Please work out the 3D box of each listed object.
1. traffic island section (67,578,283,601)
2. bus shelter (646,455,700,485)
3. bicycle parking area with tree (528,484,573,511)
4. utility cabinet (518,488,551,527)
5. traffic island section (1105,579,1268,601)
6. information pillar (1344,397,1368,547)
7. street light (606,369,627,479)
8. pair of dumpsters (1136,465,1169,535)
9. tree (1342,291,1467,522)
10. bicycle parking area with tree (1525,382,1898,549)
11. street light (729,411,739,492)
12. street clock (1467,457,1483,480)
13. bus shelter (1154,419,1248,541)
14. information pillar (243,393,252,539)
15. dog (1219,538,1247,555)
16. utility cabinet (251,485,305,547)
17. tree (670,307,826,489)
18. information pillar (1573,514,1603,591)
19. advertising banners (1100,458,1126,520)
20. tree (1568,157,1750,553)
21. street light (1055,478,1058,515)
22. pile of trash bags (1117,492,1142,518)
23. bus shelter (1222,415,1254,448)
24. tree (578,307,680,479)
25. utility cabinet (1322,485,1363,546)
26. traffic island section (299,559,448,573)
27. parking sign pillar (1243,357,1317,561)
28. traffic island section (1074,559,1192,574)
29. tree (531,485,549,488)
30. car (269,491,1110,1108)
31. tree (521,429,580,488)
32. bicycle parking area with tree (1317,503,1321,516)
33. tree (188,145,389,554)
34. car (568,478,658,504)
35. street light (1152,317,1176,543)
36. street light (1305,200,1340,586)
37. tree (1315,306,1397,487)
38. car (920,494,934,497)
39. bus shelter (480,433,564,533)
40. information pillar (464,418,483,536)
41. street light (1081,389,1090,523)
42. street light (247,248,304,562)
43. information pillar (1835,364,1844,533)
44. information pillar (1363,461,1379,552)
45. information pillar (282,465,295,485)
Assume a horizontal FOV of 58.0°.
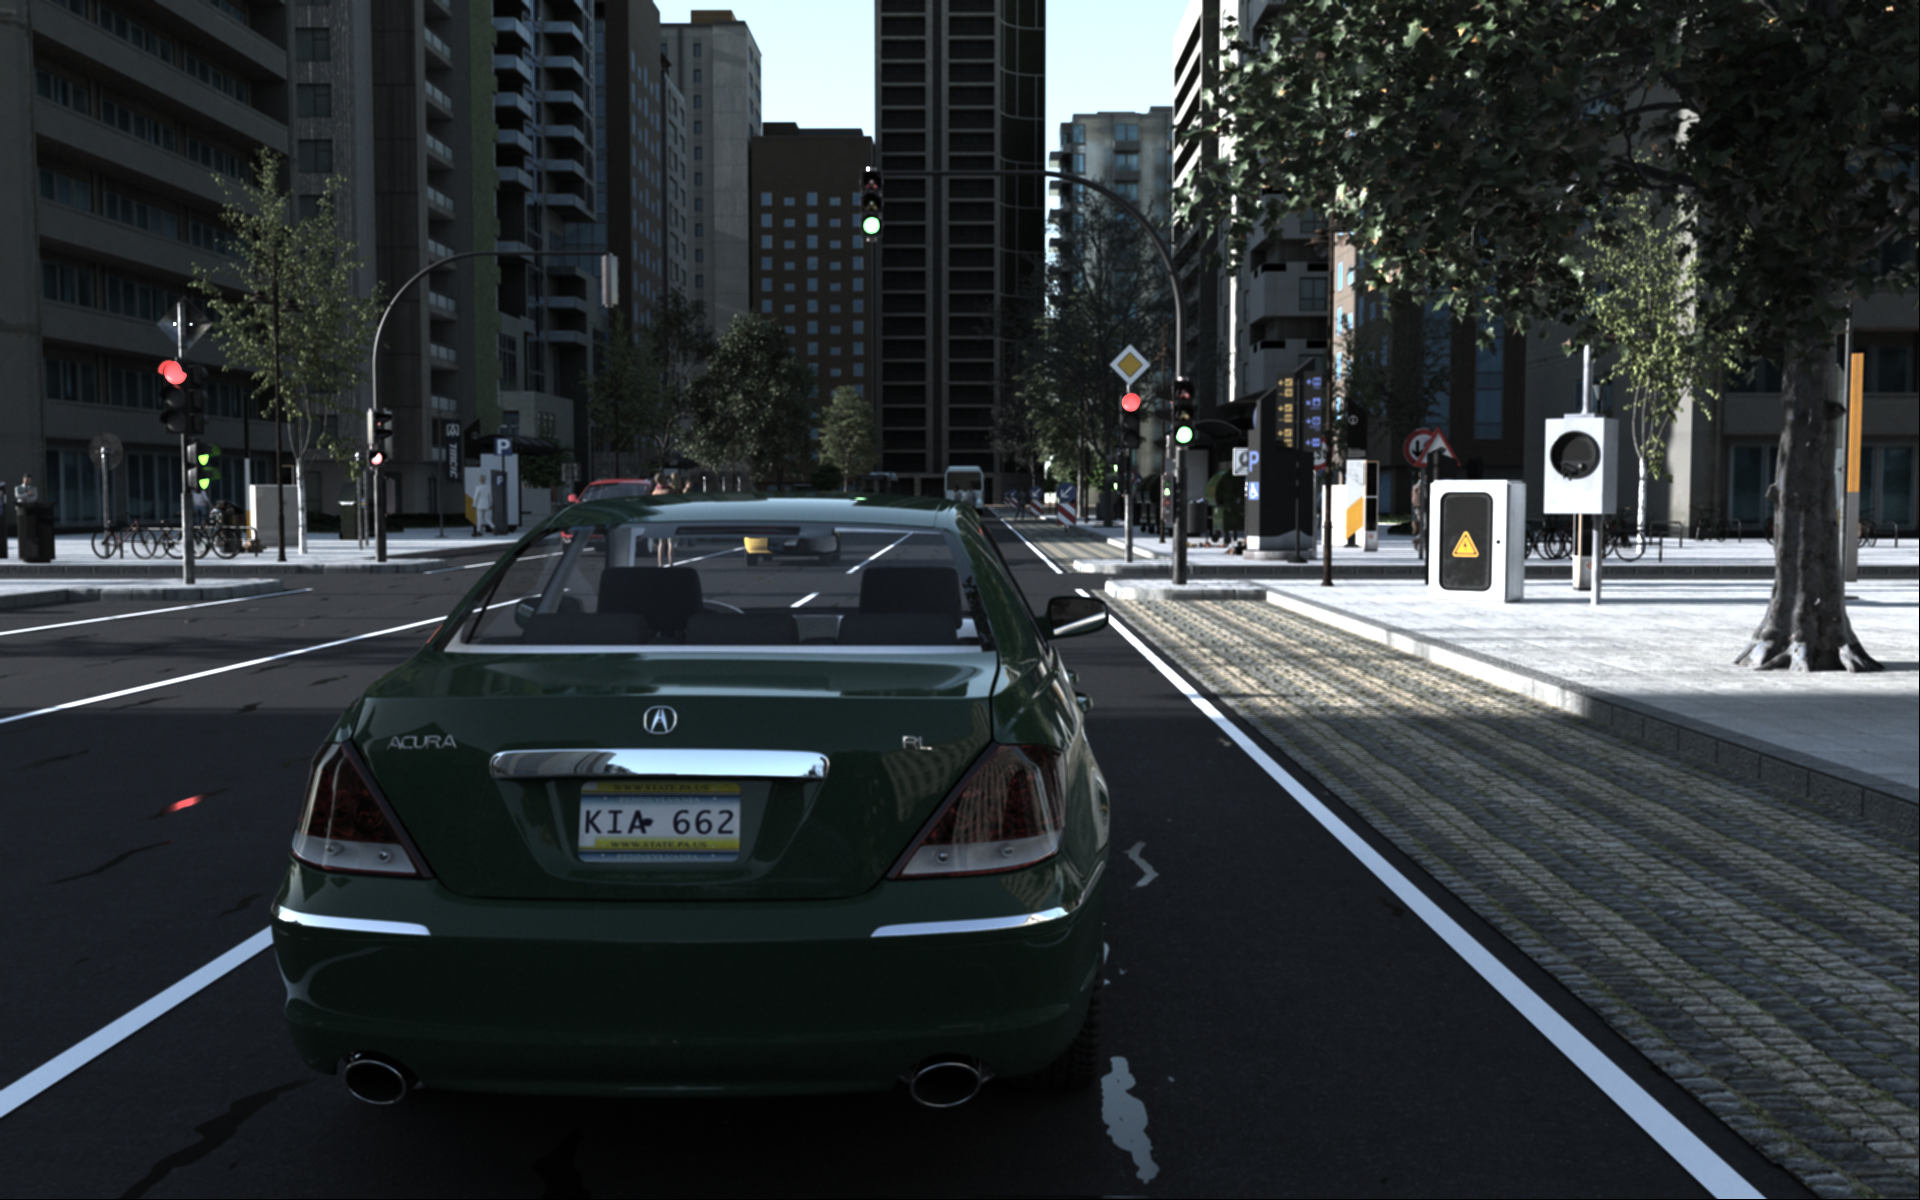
[{"bbox_3d":[-11.011,-0.149,24.713,2.009,0.180,2.903,0,4,0],"label":"traffic island section"},{"bbox_3d":[-15.358,-6.050,92.845,2.014,3.302,5.546,0,4,1],"label":"bus shelter"},{"bbox_3d":[-24.090,-6.854,99.064,9.016,4.147,8.231,0,4,8],"label":"bicycle parking area with tree"},{"bbox_3d":[-16.168,-3.494,65.805,1.173,1.500,0.318,-2,4,-28],"label":"utility cabinet"},{"bbox_3d":[3.129,-0.141,24.594,2.009,0.180,2.903,0,4,0],"label":"traffic island section"},{"bbox_3d":[9.524,-3.076,41.653,0.504,3.616,0.183,1,4,15],"label":"information pillar"},{"bbox_3d":[-12.710,-5.591,64.202,0.468,5.910,1.993,0,4,0],"label":"street light"},{"bbox_3d":[6.686,-3.283,56.177,1.574,2.255,4.437,0,4,1],"label":"pair of dumpsters"},{"bbox_3d":[15.513,-6.698,59.867,4.360,8.622,3.978,0,3,0],"label":"tree"},{"bbox_3d":[18.894,-3.500,44.232,8.231,4.147,9.016,1,4,13],"label":"bicycle parking area with tree"},{"bbox_3d":[-12.410,-7.467,94.870,0.468,5.910,1.993,0,4,0],"label":"street light"},{"bbox_3d":[10.127,-1.807,34.111,0.358,2.002,0.471,2,4,27],"label":"street clock"},{"bbox_3d":[6.824,-3.407,49.636,2.014,3.302,5.546,0,4,1],"label":"bus shelter"},{"bbox_3d":[-16.623,-3.001,40.420,0.183,3.616,0.504,-1,4,-19],"label":"information pillar"},{"bbox_3d":[5.861,-1.143,36.421,0.748,0.427,0.550,3,4,37],"label":"dog"},{"bbox_3d":[-16.317,-2.007,41.490,1.173,1.500,0.318,-3,5,-41],"label":"utility cabinet"},{"bbox_3d":[-12.736,-11.565,106.095,9.611,12.733,9.660,0,3,0],"label":"tree"},{"bbox_3d":[8.347,-1.132,23.001,0.304,2.012,0.304,0,4,5],"label":"information pillar"},{"bbox_3d":[7.537,-5.449,85.283,2.074,3.025,0.090,-2,4,-31],"label":"advertising banners"},{"bbox_3d":[14.994,-5.313,37.226,4.737,8.622,4.395,0,3,0],"label":"tree"},{"bbox_3d":[5.951,-8.189,106.675,0.468,5.910,1.993,0,4,0],"label":"street light"},{"bbox_3d":[8.896,-5.016,91.763,1.912,1.369,3.447,-1,4,-12],"label":"pile of trash bags"},{"bbox_3d":[9.237,-3.891,54.903,1.731,3.624,6.357,0,4,1],"label":"bus shelter"},{"bbox_3d":[-12.776,-7.180,67.750,4.737,8.622,4.395,0,3,0],"label":"tree"},{"bbox_3d":[9.474,-2.065,42.449,1.173,1.500,0.318,3,5,42],"label":"utility cabinet"},{"bbox_3d":[-10.947,-0.637,32.698,2.009,0.180,2.903,0,4,0],"label":"traffic island section"},{"bbox_3d":[6.294,-2.782,33.959,1.447,3.967,1.447,-2,4,-26],"label":"parking sign pillar"},{"bbox_3d":[3.194,-0.630,32.579,2.009,0.180,2.903,0,4,0],"label":"traffic island section"},{"bbox_3d":[-21.879,-5.977,92.333,1.663,3.219,1.824,0,3,0],"label":"tree"},{"bbox_3d":[-0.540,0.378,5.614,2.131,1.459,4.920,0,4,1],"label":"car"},{"bbox_3d":[-20.788,-6.315,86.961,4.285,4.588,4.351,0,3,0],"label":"tree"},{"bbox_3d":[15.528,-6.062,86.111,8.231,4.147,9.016,-1,4,-20],"label":"bicycle parking area with tree"},{"bbox_3d":[-14.071,-5.287,36.805,4.737,8.622,4.395,0,3,0],"label":"tree"},{"bbox_3d":[-8.073,-2.004,41.446,2.281,1.827,5.304,0,4,1],"label":"car"},{"bbox_3d":[5.309,-4.433,45.272,0.468,5.910,1.993,0,4,0],"label":"street light"},{"bbox_3d":[5.121,-3.131,23.974,0.468,5.910,1.993,0,4,0],"label":"street light"},{"bbox_3d":[15.208,-7.208,68.208,4.737,8.622,4.395,0,3,0],"label":"tree"},{"bbox_3d":[-3.069,-9.152,159.414,2.009,1.686,4.222,0,4,0],"label":"car"},{"bbox_3d":[-15.352,-4.040,59.985,2.014,3.302,5.546,0,4,0],"label":"bus shelter"},{"bbox_3d":[-14.903,-3.772,53.024,0.504,3.616,0.183,-1,4,-19],"label":"information pillar"},{"bbox_3d":[5.550,-6.309,75.941,0.468,5.910,1.993,0,4,0],"label":"street light"},{"bbox_3d":[-12.919,-3.672,32.823,0.468,5.910,1.993,0,4,0],"label":"street light"},{"bbox_3d":[16.028,-2.455,31.501,0.504,3.616,0.183,-2,4,-28],"label":"information pillar"},{"bbox_3d":[9.187,-2.094,38.734,0.304,2.012,0.304,0,4,6],"label":"information pillar"},{"bbox_3d":[-17.150,-2.432,44.253,0.304,2.012,0.304,-1,4,-12],"label":"information pillar"}]
